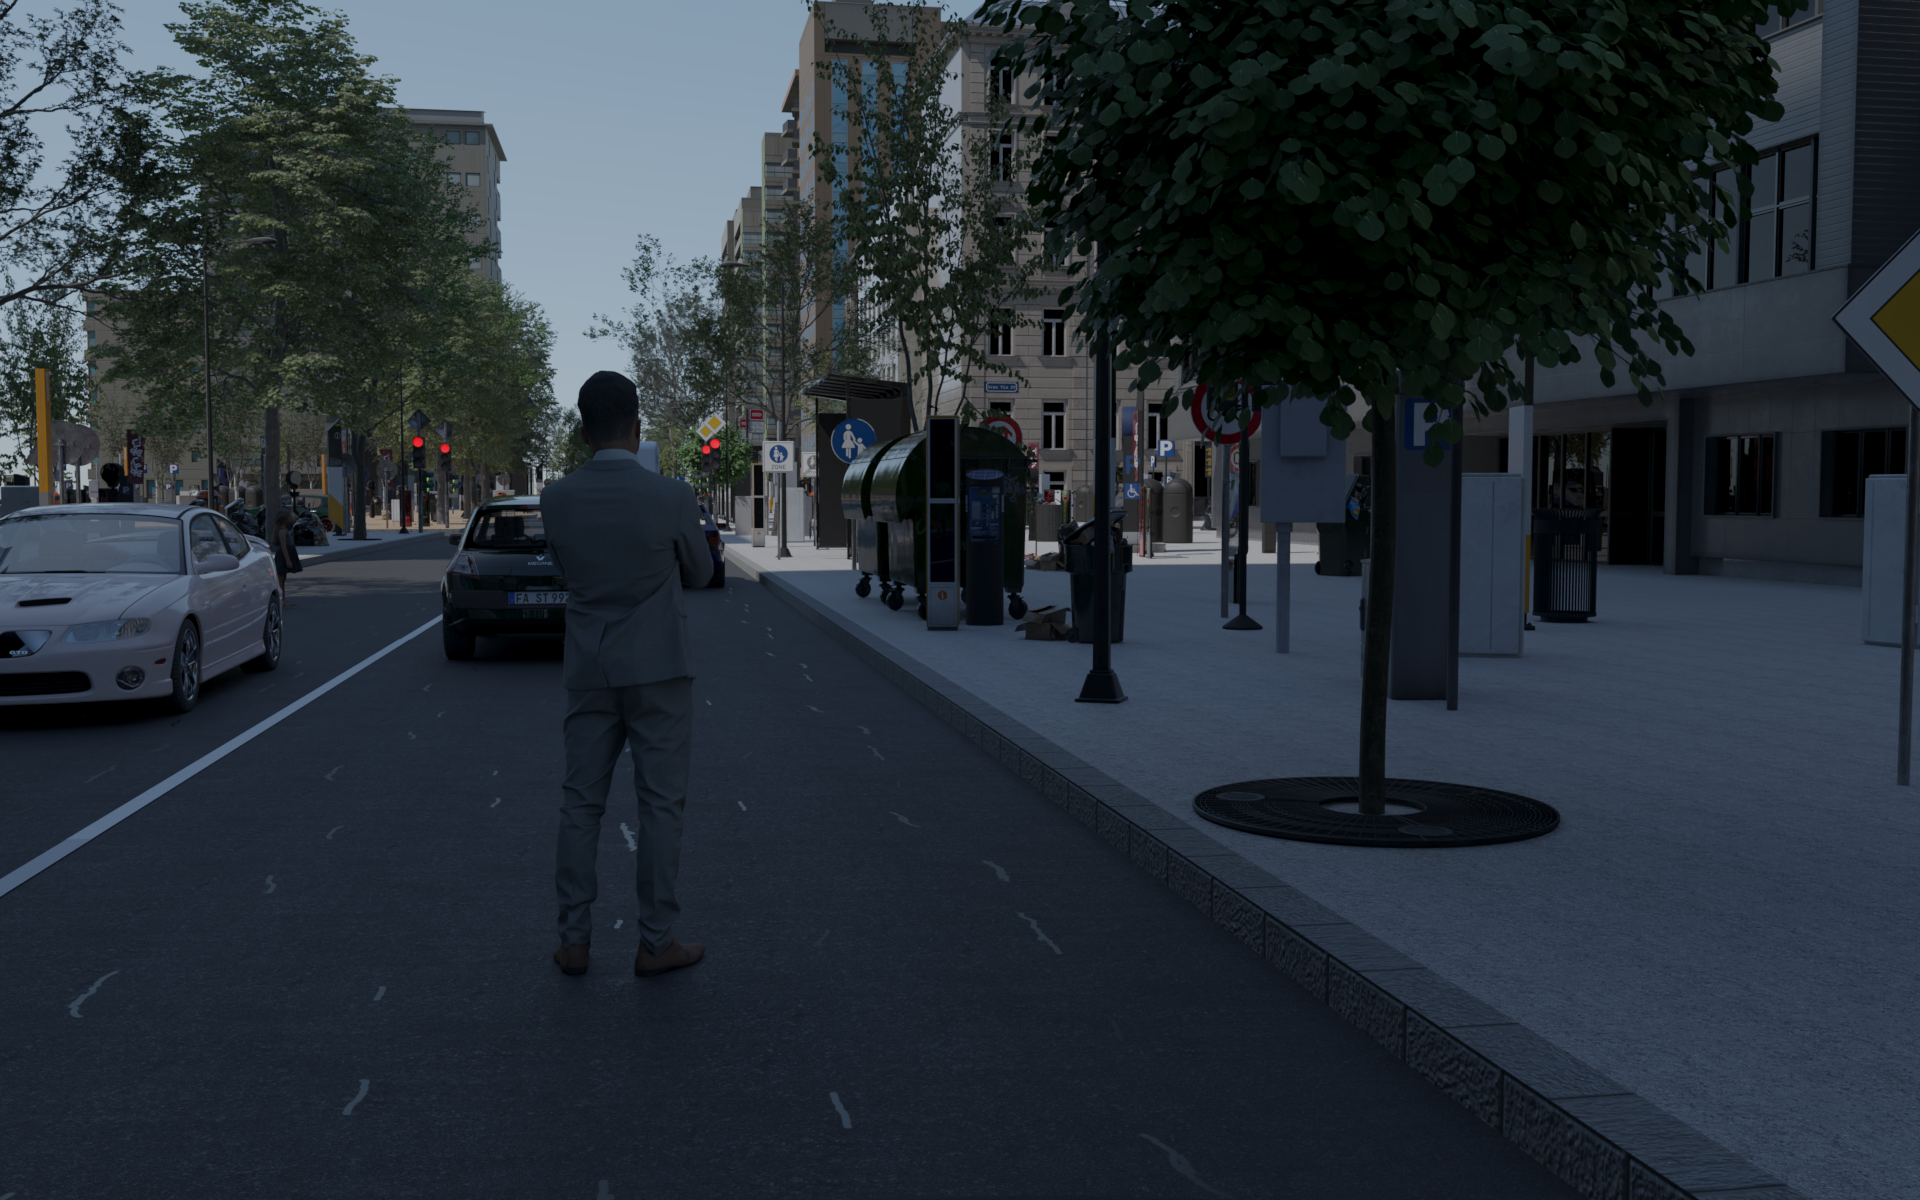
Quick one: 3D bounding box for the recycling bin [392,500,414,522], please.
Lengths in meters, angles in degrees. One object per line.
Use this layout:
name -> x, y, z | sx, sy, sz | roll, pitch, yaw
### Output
recycling bin -> -25.510, -4.082, 79.291 | 0.722, 1.027, 0.722 | 2, 4, 32

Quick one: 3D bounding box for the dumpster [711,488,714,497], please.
dumpster -> -20.027, -8.322, 138.557 | 1.502, 2.255, 1.985 | -1, 4, -10

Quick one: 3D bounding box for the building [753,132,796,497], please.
building -> -15.830, -31.575, 199.844 | 14.154, 41.232, 14.086 | -1, 4, -10

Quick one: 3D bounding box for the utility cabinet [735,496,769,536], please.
utility cabinet -> -6.448, -2.602, 53.705 | 1.020, 1.237, 0.306 | 0, 4, 0

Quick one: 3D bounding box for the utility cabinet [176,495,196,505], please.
utility cabinet -> -36.344, -4.304, 81.539 | 0.306, 1.237, 1.020 | 2, 4, 34

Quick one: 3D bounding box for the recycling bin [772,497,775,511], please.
recycling bin -> -13.971, -7.093, 128.519 | 0.722, 1.027, 0.722 | 0, 4, -4

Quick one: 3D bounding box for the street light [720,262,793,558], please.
street light -> -4.099, -3.811, 34.855 | 1.470, 5.913, 1.316 | -1, 4, -10

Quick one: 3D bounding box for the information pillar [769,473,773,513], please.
information pillar -> -12.630, -7.610, 115.770 | 0.183, 3.616, 0.504 | 1, 4, 17

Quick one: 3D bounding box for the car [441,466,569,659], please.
car -> -3.894, -0.413, 16.532 | 2.009, 1.686, 4.222 | -1, 4, -10

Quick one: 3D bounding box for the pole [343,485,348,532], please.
pole -> -20.410, -3.890, 57.451 | 0.158, 3.312, 0.155 | 0, 3, 0

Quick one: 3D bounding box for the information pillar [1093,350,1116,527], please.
information pillar -> 2.155, -2.103, 25.743 | 0.183, 3.616, 0.504 | -2, 4, -30

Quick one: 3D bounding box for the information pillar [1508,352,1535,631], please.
information pillar -> 5.315, -1.532, 16.408 | 0.183, 3.616, 0.504 | 0, 4, 1

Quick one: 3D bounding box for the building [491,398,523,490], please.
building -> -82.862, -25.925, 268.910 | 27.650, 21.520, 28.899 | -1, 4, -10

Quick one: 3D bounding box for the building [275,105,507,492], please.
building -> -78.005, -39.793, 239.853 | 28.713, 52.752, 27.495 | -1, 4, -10

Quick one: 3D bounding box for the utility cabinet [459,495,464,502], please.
utility cabinet -> -38.545, -7.519, 134.091 | 0.306, 1.237, 1.020 | -1, 4, -21

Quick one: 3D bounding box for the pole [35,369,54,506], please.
pole -> -14.949, -2.108, 28.316 | 0.158, 3.312, 0.155 | 0, 3, 0

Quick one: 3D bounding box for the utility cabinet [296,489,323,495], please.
utility cabinet -> -28.842, -4.160, 76.700 | 1.173, 1.500, 0.318 | -2, 4, -33

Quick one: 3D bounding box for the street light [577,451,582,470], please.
street light -> -41.895, -13.225, 188.772 | 1.470, 5.913, 1.316 | -1, 4, -10

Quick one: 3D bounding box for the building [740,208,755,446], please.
building -> -24.653, -34.682, 250.644 | 14.154, 41.232, 14.086 | -1, 4, -10

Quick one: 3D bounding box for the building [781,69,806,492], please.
building -> -6.900, -32.107, 179.578 | 22.147, 44.769, 28.867 | -1, 4, -10

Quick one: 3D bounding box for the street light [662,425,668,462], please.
street light -> -19.122, -8.813, 116.625 | 1.470, 5.913, 1.316 | -1, 4, -10

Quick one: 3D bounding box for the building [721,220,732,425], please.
building -> -28.645, -40.776, 290.394 | 21.300, 48.544, 21.600 | -1, 4, -10

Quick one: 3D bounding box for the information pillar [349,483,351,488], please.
information pillar -> -38.857, -6.453, 109.992 | 0.304, 2.012, 0.304 | 1, 4, 19

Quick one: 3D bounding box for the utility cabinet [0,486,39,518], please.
utility cabinet -> -25.107, -2.317, 46.569 | 1.173, 1.500, 0.318 | 0, 4, -4

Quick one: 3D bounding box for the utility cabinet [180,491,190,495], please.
utility cabinet -> -57.774, -7.402, 129.701 | 1.173, 1.500, 0.318 | 1, 4, 10

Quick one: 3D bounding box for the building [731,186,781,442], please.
building -> -23.673, -39.474, 269.107 | 21.300, 48.544, 21.600 | -1, 4, -10

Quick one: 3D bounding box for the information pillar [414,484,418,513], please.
information pillar -> -37.760, -7.098, 120.542 | 0.304, 2.012, 0.304 | -3, 4, -38

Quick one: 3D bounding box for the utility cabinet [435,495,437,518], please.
utility cabinet -> -28.161, -5.044, 93.628 | 0.306, 1.237, 1.020 | -1, 4, -20

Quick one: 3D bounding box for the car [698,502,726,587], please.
car -> -4.701, -0.929, 27.768 | 1.945, 1.354, 3.894 | -1, 4, -11

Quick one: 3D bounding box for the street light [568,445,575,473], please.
street light -> -37.410, -11.738, 164.461 | 1.470, 5.913, 1.316 | -1, 4, -10

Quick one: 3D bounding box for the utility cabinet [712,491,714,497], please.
utility cabinet -> -17.460, -7.186, 126.176 | 1.173, 1.500, 0.318 | 0, 4, 7

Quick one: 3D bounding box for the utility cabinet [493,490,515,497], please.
utility cabinet -> -25.711, -5.442, 97.662 | 1.173, 1.500, 0.318 | 0, 4, -1

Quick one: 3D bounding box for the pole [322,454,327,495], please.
pole -> -32.635, -5.816, 88.935 | 0.158, 3.312, 0.155 | 0, 3, 0

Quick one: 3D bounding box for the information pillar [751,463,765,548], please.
information pillar -> -4.858, -2.273, 41.658 | 0.304, 2.012, 0.304 | -1, 4, -14

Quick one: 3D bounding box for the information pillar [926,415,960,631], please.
information pillar -> -0.157, -0.723, 16.311 | 0.304, 2.012, 0.304 | 0, 4, 3

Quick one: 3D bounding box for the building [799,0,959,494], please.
building -> -6.958, -31.016, 157.214 | 14.600, 45.320, 14.200 | -1, 4, -10

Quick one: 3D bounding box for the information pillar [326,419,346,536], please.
information pillar -> -19.075, -3.764, 52.892 | 0.183, 3.616, 0.504 | 2, 4, 35

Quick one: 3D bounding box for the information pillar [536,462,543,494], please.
information pillar -> -30.436, -8.204, 125.495 | 0.504, 3.616, 0.183 | -1, 4, -18

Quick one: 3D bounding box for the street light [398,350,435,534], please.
street light -> -17.427, -5.096, 55.856 | 1.470, 5.913, 1.316 | -1, 4, -10

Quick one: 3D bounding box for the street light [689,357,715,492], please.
street light -> -8.462, -5.275, 58.790 | 1.470, 5.913, 1.316 | -1, 4, -10

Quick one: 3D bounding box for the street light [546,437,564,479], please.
street light -> -32.897, -10.251, 140.152 | 1.470, 5.913, 1.316 | -1, 4, -10

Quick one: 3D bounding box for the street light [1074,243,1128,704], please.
street light -> 0.345, -2.321, 10.483 | 1.470, 5.913, 1.316 | -1, 4, -10

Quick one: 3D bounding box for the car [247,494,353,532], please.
car -> -23.616, -3.132, 60.997 | 4.222, 1.686, 2.009 | -1, 4, -10

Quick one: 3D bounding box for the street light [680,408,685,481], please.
street light -> -10.151, -5.827, 67.813 | 1.470, 5.913, 1.316 | -1, 4, -10

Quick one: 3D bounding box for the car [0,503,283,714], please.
car -> -6.231, -0.016, 12.619 | 2.083, 1.381, 4.827 | -1, 4, -11

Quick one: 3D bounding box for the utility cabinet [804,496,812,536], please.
utility cabinet -> -4.948, -2.575, 53.266 | 0.306, 1.237, 1.020 | -3, 5, -41

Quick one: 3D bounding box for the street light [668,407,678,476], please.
street light -> -14.730, -7.349, 92.695 | 1.470, 5.913, 1.316 | -1, 4, -10

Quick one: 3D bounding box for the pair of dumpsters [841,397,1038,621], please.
pair of dumpsters -> -0.301, -1.042, 19.523 | 1.574, 2.255, 4.437 | -1, 4, -11

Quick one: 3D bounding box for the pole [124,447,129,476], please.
pole -> -36.334, -4.999, 75.582 | 0.158, 3.312, 0.155 | 0, 3, 0

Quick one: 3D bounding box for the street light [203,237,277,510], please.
street light -> -13.042, -3.599, 31.389 | 1.470, 5.913, 1.316 | -1, 4, -10
